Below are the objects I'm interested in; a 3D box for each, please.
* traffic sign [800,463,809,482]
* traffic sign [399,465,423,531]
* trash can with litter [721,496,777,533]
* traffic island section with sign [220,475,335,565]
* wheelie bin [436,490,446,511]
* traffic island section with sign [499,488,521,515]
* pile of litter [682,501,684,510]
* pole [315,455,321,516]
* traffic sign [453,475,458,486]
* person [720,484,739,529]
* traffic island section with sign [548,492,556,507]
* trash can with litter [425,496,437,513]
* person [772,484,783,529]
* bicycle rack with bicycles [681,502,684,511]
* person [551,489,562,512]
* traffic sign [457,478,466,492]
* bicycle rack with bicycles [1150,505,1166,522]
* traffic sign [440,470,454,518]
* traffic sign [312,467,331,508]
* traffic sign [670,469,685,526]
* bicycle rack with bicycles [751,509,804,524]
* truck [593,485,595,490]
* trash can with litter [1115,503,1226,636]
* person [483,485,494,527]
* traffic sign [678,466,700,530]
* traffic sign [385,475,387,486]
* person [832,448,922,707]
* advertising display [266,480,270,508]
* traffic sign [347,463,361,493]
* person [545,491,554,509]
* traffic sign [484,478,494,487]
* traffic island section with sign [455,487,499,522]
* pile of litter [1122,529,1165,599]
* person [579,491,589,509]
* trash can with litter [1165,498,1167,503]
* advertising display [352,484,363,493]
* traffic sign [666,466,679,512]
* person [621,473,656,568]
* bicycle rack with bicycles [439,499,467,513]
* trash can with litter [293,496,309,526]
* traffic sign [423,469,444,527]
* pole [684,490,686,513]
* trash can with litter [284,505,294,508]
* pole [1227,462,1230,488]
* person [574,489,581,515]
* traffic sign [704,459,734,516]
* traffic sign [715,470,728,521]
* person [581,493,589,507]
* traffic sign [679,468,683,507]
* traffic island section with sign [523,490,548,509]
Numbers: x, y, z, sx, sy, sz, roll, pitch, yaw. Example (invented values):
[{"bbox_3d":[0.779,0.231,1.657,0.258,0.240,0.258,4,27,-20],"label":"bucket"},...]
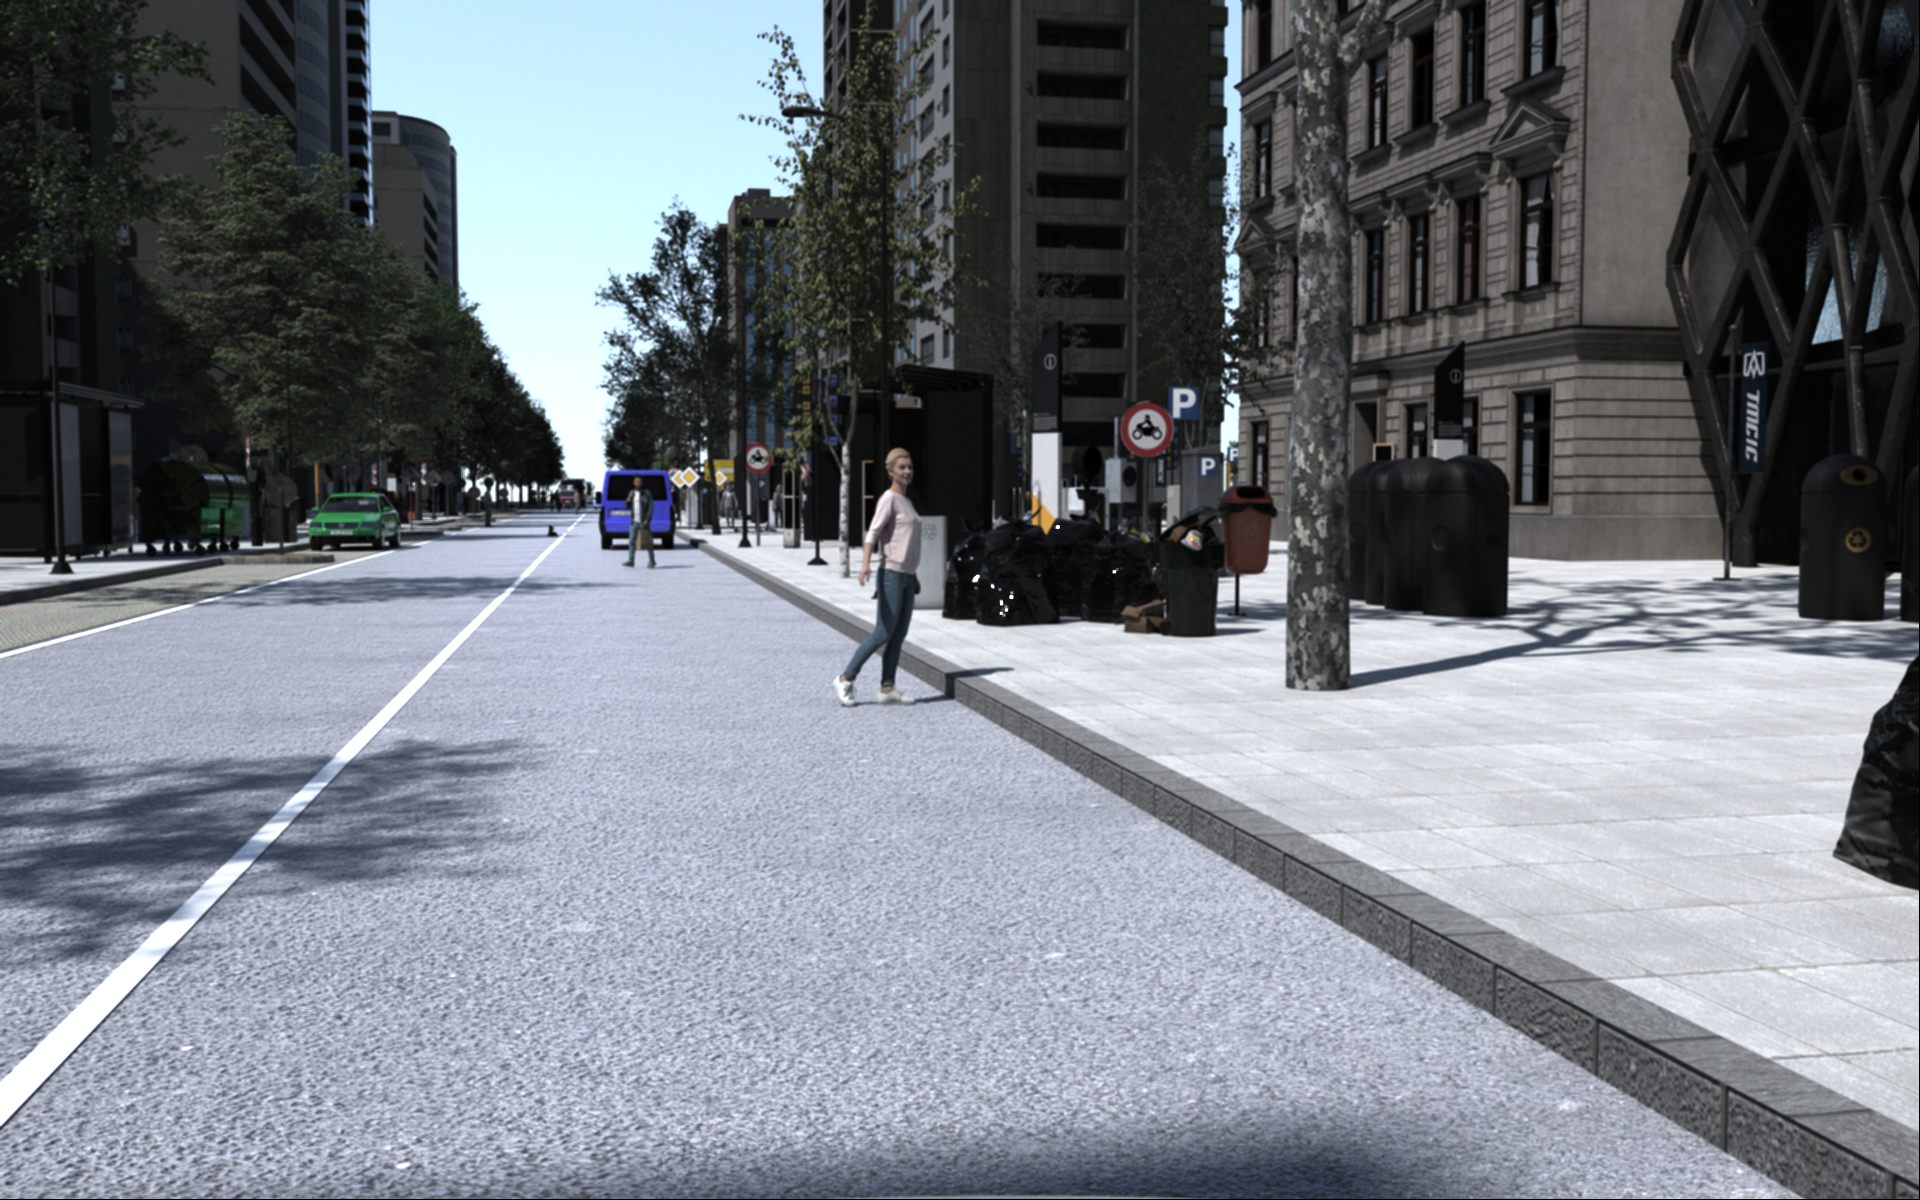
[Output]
[{"bbox_3d":[-6.619,-4.363,71.449,0.768,2.556,0.104,0,4,-3],"label":"traffic sign"},{"bbox_3d":[-19.036,-3.452,60.090,0.795,2.450,0.064,-1,4,-12],"label":"traffic sign"},{"bbox_3d":[-7.054,-2.895,58.386,2.233,1.210,1.678,-3,5,-42],"label":"trash can with litter"},{"bbox_3d":[-14.115,-1.671,35.945,1.989,1.847,2.006,-1,4,-12],"label":"traffic island section with sign"},{"bbox_3d":[-38.285,-7.340,127.910,0.693,1.594,0.980,0,4,-4],"label":"wheelie bin"},{"bbox_3d":[-30.703,-6.617,116.813,1.989,1.847,2.006,-1,4,-12],"label":"traffic island section with sign"},{"bbox_3d":[-21.241,-7.441,135.619,1.719,0.858,1.176,3,4,38],"label":"pile of litter"},{"bbox_3d":[-29.725,-5.279,80.148,0.158,3.312,0.155,0,3,0],"label":"pole"},{"bbox_3d":[-33.843,-7.054,115.443,0.768,2.556,0.104,-1,4,-10],"label":"traffic sign"},{"bbox_3d":[-9.028,-3.623,67.862,0.709,1.813,0.853,0,4,-8],"label":"person"},{"bbox_3d":[-46.201,-11.240,192.402,1.989,1.847,2.006,-1,4,-12],"label":"traffic island section with sign"},{"bbox_3d":[-41.563,-7.616,135.907,0.624,1.170,1.055,0,4,2],"label":"trash can with litter"},{"bbox_3d":[-6.769,-3.487,65.688,0.709,1.800,0.728,0,4,4],"label":"person"},{"bbox_3d":[-19.096,-6.750,123.738,2.852,0.926,2.925,1,4,23],"label":"bicycle rack with bicycles"},{"bbox_3d":[-32.367,-7.981,138.951,0.822,1.834,0.622,0,4,6],"label":"person"},{"bbox_3d":[-40.487,-8.597,140.668,0.768,2.556,0.104,0,4,-4],"label":"traffic sign"},{"bbox_3d":[9.509,-4.185,81.802,2.925,0.926,2.852,3,5,41],"label":"bicycle rack with bicycles"},{"bbox_3d":[-27.574,-5.688,93.097,0.768,2.556,0.104,-1,4,-10],"label":"traffic sign"},{"bbox_3d":[-30.567,-5.074,82.962,0.884,2.594,0.081,0,4,-4],"label":"traffic sign"},{"bbox_3d":[-11.286,-4.047,69.803,0.795,2.450,0.064,-1,4,-12],"label":"traffic sign"},{"bbox_3d":[-7.341,-3.735,74.450,2.925,0.926,2.852,0,4,2],"label":"bicycle rack with bicycles"},{"bbox_3d":[-63.075,-18.032,290.752,3.469,3.379,9.791,-1,4,-12],"label":"truck"},{"bbox_3d":[1.887,-0.270,15.808,1.055,1.170,0.624,3,5,42],"label":"trash can with litter"},{"bbox_3d":[-20.712,-4.123,76.017,0.391,1.810,0.635,-2,4,-25],"label":"person"},{"bbox_3d":[-9.682,-3.568,61.981,0.795,2.450,0.064,-1,4,-12],"label":"traffic sign"},{"bbox_3d":[-30.556,-5.560,93.041,0.606,2.300,0.079,-1,4,-9],"label":"traffic sign"},{"bbox_3d":[-0.575,-0.154,11.690,0.598,1.740,0.731,0,4,7],"label":"person"},{"bbox_3d":[-30.896,-4.434,77.712,0.123,1.923,0.974,-3,5,-39],"label":"advertising display"},{"bbox_3d":[-23.909,-4.153,68.002,0.768,2.556,0.104,0,4,-6],"label":"traffic sign"},{"bbox_3d":[-38.453,-9.410,163.076,1.217,1.735,0.721,0,4,1],"label":"person"},{"bbox_3d":[-36.771,-8.263,135.199,0.768,2.556,0.104,-1,4,-9],"label":"traffic sign"},{"bbox_3d":[-25.230,-4.987,90.166,1.989,1.847,2.006,-1,4,-12],"label":"traffic island section with sign"},{"bbox_3d":[2.203,-0.462,21.511,1.719,0.858,1.176,2,4,28],"label":"pile of litter"},{"bbox_3d":[-35.838,-9.512,164.734,1.217,1.743,0.721,0,4,-3],"label":"person"},{"bbox_3d":[7.718,-3.080,61.749,1.055,1.170,0.624,-3,5,-43],"label":"trash can with litter"},{"bbox_3d":[-39.710,-6.673,114.315,0.974,1.923,0.123,0,4,-1],"label":"advertising display"},{"bbox_3d":[-13.222,-4.889,80.048,0.768,2.556,0.104,0,4,-2],"label":"traffic sign"},{"bbox_3d":[-6.120,-1.516,33.278,0.794,1.824,0.713,3,5,39],"label":"person"},{"bbox_3d":[-35.229,-6.567,120.747,2.852,0.926,2.925,0,4,5],"label":"bicycle rack with bicycles"},{"bbox_3d":[-26.623,-3.622,70.275,1.678,1.210,2.233,2,4,29],"label":"trash can with litter"},{"bbox_3d":[-20.641,-3.931,67.912,0.795,2.450,0.064,-1,4,-12],"label":"traffic sign"},{"bbox_3d":[-19.045,-7.733,120.285,0.158,3.312,0.155,0,3,0],"label":"pole"},{"bbox_3d":[-26.372,-3.405,67.056,1.055,1.170,0.624,0,4,2],"label":"trash can with litter"},{"bbox_3d":[12.909,-5.467,83.229,0.158,3.312,0.155,0,3,0],"label":"pole"},{"bbox_3d":[-26.780,-6.898,121.490,0.583,1.804,0.606,-3,5,-41],"label":"person"},{"bbox_3d":[-13.830,-6.572,101.317,2.265,3.308,0.079,0,4,-3],"label":"traffic sign"},{"bbox_3d":[-11.589,-5.028,83.397,0.795,2.450,0.064,-1,4,-8],"label":"traffic sign"},{"bbox_3d":[-41.904,-11.237,192.218,1.348,1.826,0.705,-1,4,-20],"label":"person"},{"bbox_3d":[-13.842,-5.209,85.269,0.768,2.556,0.104,0,4,-4],"label":"traffic sign"},{"bbox_3d":[-40.745,-9.611,165.772,1.989,1.847,2.006,-1,4,-12],"label":"traffic island section with sign"}]
